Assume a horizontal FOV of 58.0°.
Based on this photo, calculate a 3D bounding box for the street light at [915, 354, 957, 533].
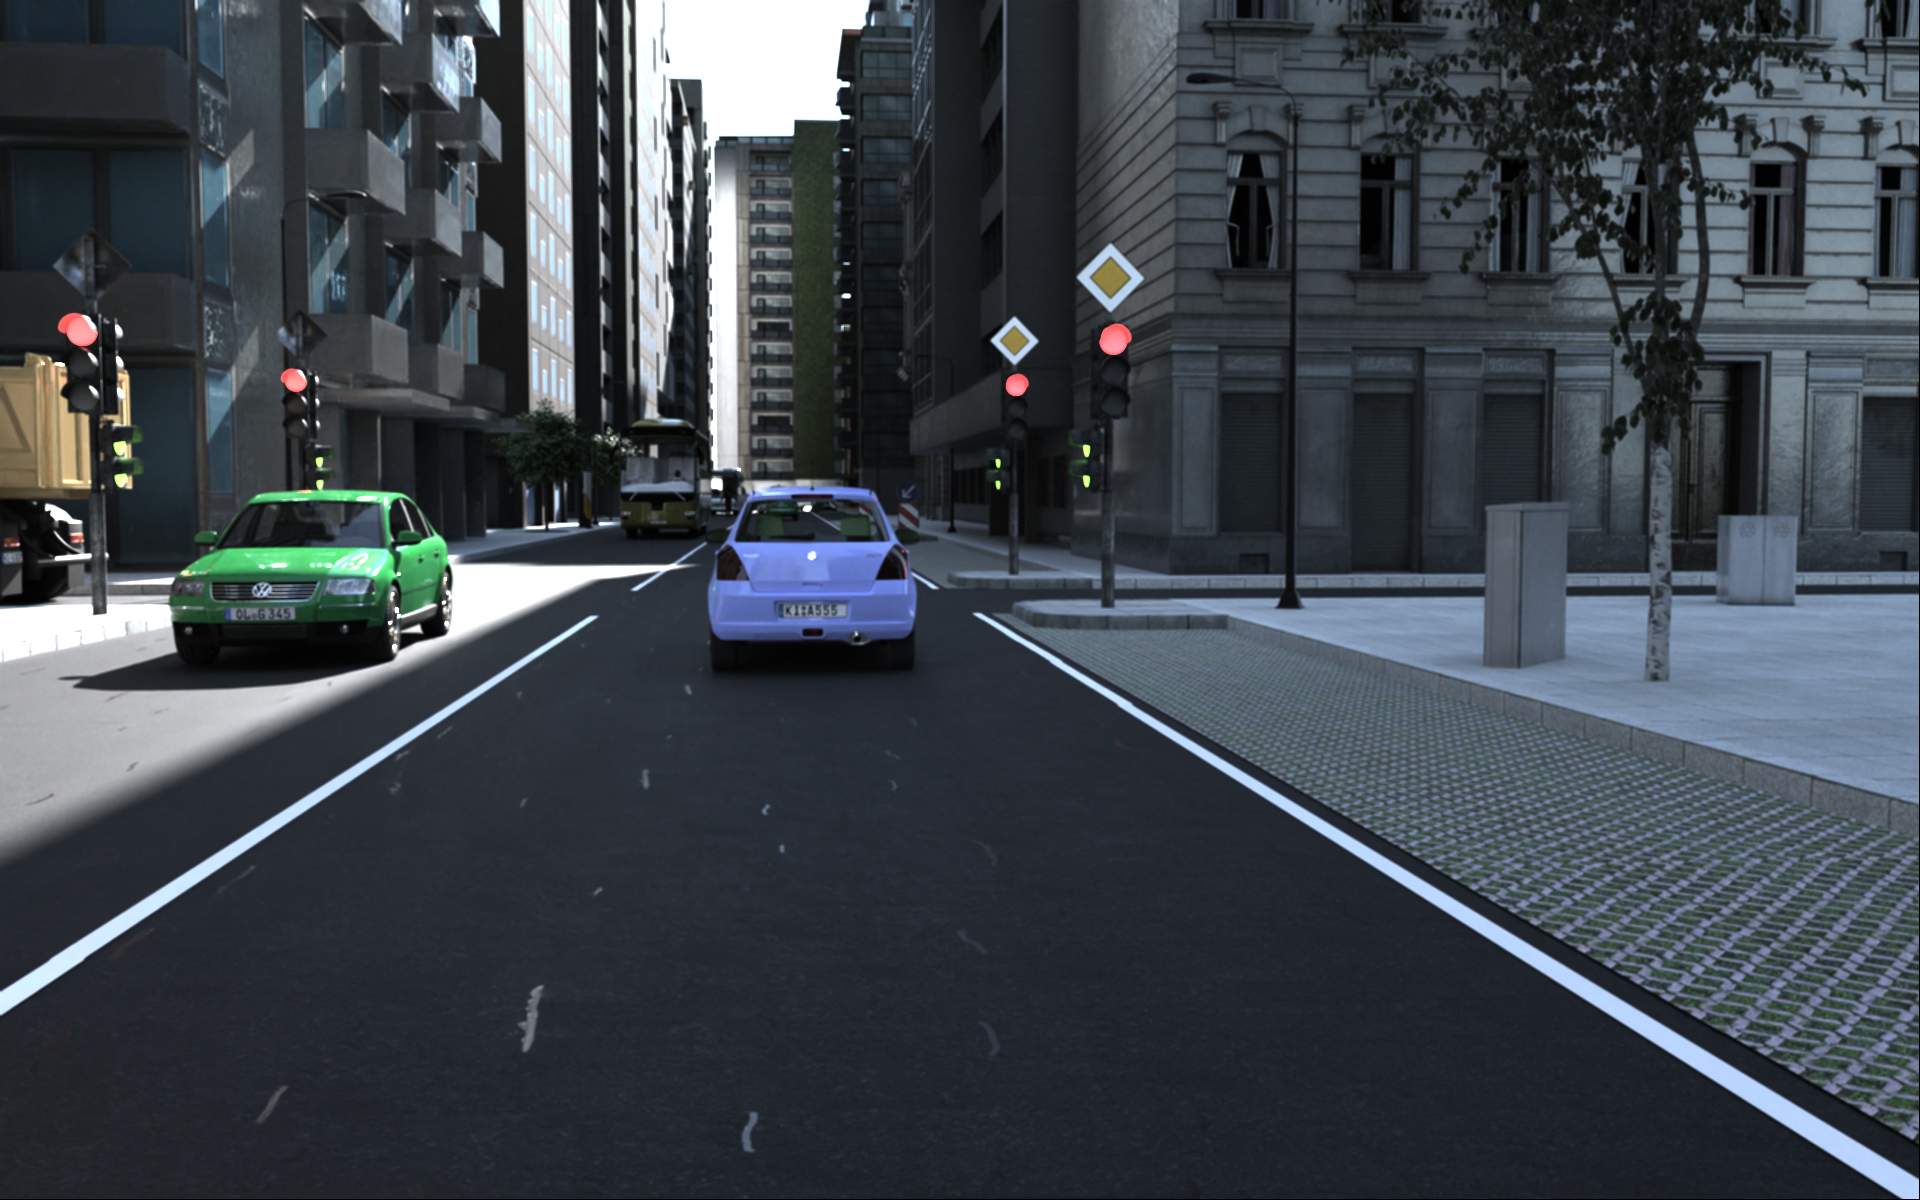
[{"bbox_3d":[-0.801,-5.193,57.454,1.470,5.913,1.316,0,4,-6],"label":"street light"}]

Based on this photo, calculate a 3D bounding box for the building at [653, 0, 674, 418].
[{"bbox_3d":[-35.249,-32.861,126.513,28.713,52.752,27.495,0,4,-6],"label":"building"}]

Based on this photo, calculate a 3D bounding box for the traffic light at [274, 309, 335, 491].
[{"bbox_3d":[-9.968,-2.286,26.289,0.839,4.253,0.868,0,4,-6],"label":"traffic light"}]

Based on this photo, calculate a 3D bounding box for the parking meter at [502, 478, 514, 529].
[{"bbox_3d":[-16.530,-3.527,63.375,0.255,1.863,0.399,1,4,18],"label":"parking meter"}]

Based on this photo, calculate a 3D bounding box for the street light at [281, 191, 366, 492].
[{"bbox_3d":[-9.808,-3.310,26.663,1.470,5.913,1.316,0,4,-6],"label":"street light"}]

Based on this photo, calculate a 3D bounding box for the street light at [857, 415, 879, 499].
[{"bbox_3d":[-5.350,-7.899,101.687,1.470,5.913,1.316,0,4,-6],"label":"street light"}]

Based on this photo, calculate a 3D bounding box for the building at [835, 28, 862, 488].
[{"bbox_3d":[-0.548,-31.162,164.117,22.147,44.769,28.867,0,4,-6],"label":"building"}]

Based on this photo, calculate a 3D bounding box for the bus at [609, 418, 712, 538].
[{"bbox_3d":[-10.087,-4.181,59.909,2.896,3.916,12.252,0,4,-6],"label":"bus"}]

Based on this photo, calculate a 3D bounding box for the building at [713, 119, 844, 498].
[{"bbox_3d":[-20.054,-31.084,191.809,14.086,41.232,14.154,0,4,-6],"label":"building"}]

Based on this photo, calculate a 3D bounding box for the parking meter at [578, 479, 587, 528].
[{"bbox_3d":[-14.366,-3.698,66.181,0.399,1.863,0.255,-2,4,-24],"label":"parking meter"}]

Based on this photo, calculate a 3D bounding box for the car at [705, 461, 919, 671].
[{"bbox_3d":[-1.310,-0.356,15.414,1.945,1.707,3.694,0,4,-5],"label":"car"}]

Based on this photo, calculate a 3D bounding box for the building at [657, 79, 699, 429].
[{"bbox_3d":[-36.465,-28.588,159.301,23.993,40.220,32.217,0,4,-6],"label":"building"}]

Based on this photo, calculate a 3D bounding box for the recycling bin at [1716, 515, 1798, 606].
[{"bbox_3d":[9.302,-0.470,20.241,0.722,1.027,0.722,1,4,12],"label":"recycling bin"}]

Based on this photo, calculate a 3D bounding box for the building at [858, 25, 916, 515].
[{"bbox_3d":[0.385,-20.785,111.542,14.160,30.474,14.107,0,4,-6],"label":"building"}]

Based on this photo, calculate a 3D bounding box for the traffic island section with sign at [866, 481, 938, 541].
[{"bbox_3d":[-1.741,-2.710,52.944,1.989,1.847,2.006,0,4,-6],"label":"traffic island section with sign"}]

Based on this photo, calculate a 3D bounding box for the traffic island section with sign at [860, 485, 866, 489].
[{"bbox_3d":[-4.505,-4.353,79.802,1.989,1.847,2.006,0,4,-6],"label":"traffic island section with sign"}]

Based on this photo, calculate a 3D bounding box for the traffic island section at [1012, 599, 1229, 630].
[{"bbox_3d":[1.694,0.165,19.588,2.009,0.180,2.903,0,4,-6],"label":"traffic island section"}]

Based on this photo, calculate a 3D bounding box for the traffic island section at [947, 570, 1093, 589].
[{"bbox_3d":[0.876,-0.321,27.532,2.009,0.180,2.903,0,4,-6],"label":"traffic island section"}]

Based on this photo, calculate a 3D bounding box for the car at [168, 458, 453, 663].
[{"bbox_3d":[-5.911,-0.449,16.145,1.959,1.807,4.718,0,4,-8],"label":"car"}]

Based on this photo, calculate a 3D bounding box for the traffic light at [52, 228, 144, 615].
[{"bbox_3d":[-9.149,-1.800,18.346,0.839,4.253,0.868,0,4,-6],"label":"traffic light"}]

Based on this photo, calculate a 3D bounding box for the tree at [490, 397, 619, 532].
[{"bbox_3d":[-14.109,-4.584,58.664,4.285,4.588,4.351,0,3,0],"label":"tree"}]

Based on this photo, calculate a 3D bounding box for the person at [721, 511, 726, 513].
[{"bbox_3d":[-17.891,-7.487,130.896,0.705,1.826,1.348,1,4,15],"label":"person"}]

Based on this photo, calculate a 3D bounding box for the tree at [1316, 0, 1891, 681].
[{"bbox_3d":[4.569,-3.751,11.689,4.360,8.622,3.978,0,3,0],"label":"tree"}]

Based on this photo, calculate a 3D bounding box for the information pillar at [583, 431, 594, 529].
[{"bbox_3d":[-13.834,-4.465,64.349,0.183,3.616,0.504,1,4,14],"label":"information pillar"}]

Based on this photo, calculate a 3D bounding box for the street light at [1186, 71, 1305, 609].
[{"bbox_3d":[3.177,-2.857,19.257,1.470,5.913,1.316,0,4,-6],"label":"street light"}]

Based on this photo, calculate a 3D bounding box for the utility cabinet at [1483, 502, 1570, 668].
[{"bbox_3d":[4.311,-0.124,13.197,0.306,1.237,1.020,3,4,37],"label":"utility cabinet"}]

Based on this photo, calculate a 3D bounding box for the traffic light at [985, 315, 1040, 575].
[{"bbox_3d":[0.835,-2.354,27.414,0.839,4.253,0.868,0,4,-6],"label":"traffic light"}]

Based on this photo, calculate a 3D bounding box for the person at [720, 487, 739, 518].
[{"bbox_3d":[-13.907,-5.872,104.140,0.705,1.869,1.348,3,5,45],"label":"person"}]

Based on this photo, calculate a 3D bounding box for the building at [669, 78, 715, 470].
[{"bbox_3d":[-38.735,-34.841,193.356,21.600,48.544,21.300,0,4,-6],"label":"building"}]

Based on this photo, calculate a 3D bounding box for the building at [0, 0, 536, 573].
[{"bbox_3d":[-23.073,-25.624,38.554,23.786,49.044,30.456,0,4,-6],"label":"building"}]

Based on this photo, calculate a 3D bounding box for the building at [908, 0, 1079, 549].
[{"bbox_3d":[6.561,-14.323,53.246,14.314,24.678,30.058,0,4,-6],"label":"building"}]

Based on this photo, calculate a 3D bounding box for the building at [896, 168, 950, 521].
[{"bbox_3d":[4.189,-16.295,85.503,14.460,24.649,34.723,0,4,-6],"label":"building"}]

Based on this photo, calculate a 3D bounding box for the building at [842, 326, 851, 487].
[{"bbox_3d":[0.894,-21.793,201.347,28.899,21.520,27.650,0,4,-6],"label":"building"}]

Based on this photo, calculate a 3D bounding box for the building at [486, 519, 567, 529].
[{"bbox_3d":[-23.457,-25.624,69.059,14.600,45.320,14.200,0,4,-6],"label":"building"}]

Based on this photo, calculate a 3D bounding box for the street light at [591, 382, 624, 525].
[{"bbox_3d":[-14.566,-6.060,71.622,1.470,5.913,1.316,0,4,-6],"label":"street light"}]

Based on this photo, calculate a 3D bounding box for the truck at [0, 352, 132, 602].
[{"bbox_3d":[-16.001,-1.593,21.966,9.791,3.379,3.469,0,4,-4],"label":"truck"}]

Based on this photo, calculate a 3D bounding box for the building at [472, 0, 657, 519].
[{"bbox_3d":[-26.317,-27.928,106.739,14.600,45.320,14.200,0,4,-6],"label":"building"}]

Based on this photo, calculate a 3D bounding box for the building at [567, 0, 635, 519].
[{"bbox_3d":[-24.990,-19.565,91.584,14.160,30.474,14.107,0,4,-6],"label":"building"}]

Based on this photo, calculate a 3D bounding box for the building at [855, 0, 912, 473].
[{"bbox_3d":[3.995,-31.491,134.484,23.786,49.044,30.456,0,4,-6],"label":"building"}]

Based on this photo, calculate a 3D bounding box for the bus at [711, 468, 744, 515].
[{"bbox_3d":[-16.635,-7.728,121.207,2.948,3.499,13.247,0,4,-5],"label":"bus"}]

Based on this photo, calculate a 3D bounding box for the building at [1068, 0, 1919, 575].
[{"bbox_3d":[11.695,-11.199,32.254,18.267,20.994,9.793,0,4,-6],"label":"building"}]

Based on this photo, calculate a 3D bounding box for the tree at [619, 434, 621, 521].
[{"bbox_3d":[-16.756,-6.055,82.710,4.285,4.588,4.351,0,3,0],"label":"tree"}]

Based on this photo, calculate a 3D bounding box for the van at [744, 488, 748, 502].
[{"bbox_3d":[-20.499,-9.437,158.670,2.240,2.365,5.245,0,4,-7],"label":"van"}]

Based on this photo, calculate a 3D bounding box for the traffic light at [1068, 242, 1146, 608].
[{"bbox_3d":[1.653,-1.868,19.470,0.839,4.253,0.868,0,4,-6],"label":"traffic light"}]
